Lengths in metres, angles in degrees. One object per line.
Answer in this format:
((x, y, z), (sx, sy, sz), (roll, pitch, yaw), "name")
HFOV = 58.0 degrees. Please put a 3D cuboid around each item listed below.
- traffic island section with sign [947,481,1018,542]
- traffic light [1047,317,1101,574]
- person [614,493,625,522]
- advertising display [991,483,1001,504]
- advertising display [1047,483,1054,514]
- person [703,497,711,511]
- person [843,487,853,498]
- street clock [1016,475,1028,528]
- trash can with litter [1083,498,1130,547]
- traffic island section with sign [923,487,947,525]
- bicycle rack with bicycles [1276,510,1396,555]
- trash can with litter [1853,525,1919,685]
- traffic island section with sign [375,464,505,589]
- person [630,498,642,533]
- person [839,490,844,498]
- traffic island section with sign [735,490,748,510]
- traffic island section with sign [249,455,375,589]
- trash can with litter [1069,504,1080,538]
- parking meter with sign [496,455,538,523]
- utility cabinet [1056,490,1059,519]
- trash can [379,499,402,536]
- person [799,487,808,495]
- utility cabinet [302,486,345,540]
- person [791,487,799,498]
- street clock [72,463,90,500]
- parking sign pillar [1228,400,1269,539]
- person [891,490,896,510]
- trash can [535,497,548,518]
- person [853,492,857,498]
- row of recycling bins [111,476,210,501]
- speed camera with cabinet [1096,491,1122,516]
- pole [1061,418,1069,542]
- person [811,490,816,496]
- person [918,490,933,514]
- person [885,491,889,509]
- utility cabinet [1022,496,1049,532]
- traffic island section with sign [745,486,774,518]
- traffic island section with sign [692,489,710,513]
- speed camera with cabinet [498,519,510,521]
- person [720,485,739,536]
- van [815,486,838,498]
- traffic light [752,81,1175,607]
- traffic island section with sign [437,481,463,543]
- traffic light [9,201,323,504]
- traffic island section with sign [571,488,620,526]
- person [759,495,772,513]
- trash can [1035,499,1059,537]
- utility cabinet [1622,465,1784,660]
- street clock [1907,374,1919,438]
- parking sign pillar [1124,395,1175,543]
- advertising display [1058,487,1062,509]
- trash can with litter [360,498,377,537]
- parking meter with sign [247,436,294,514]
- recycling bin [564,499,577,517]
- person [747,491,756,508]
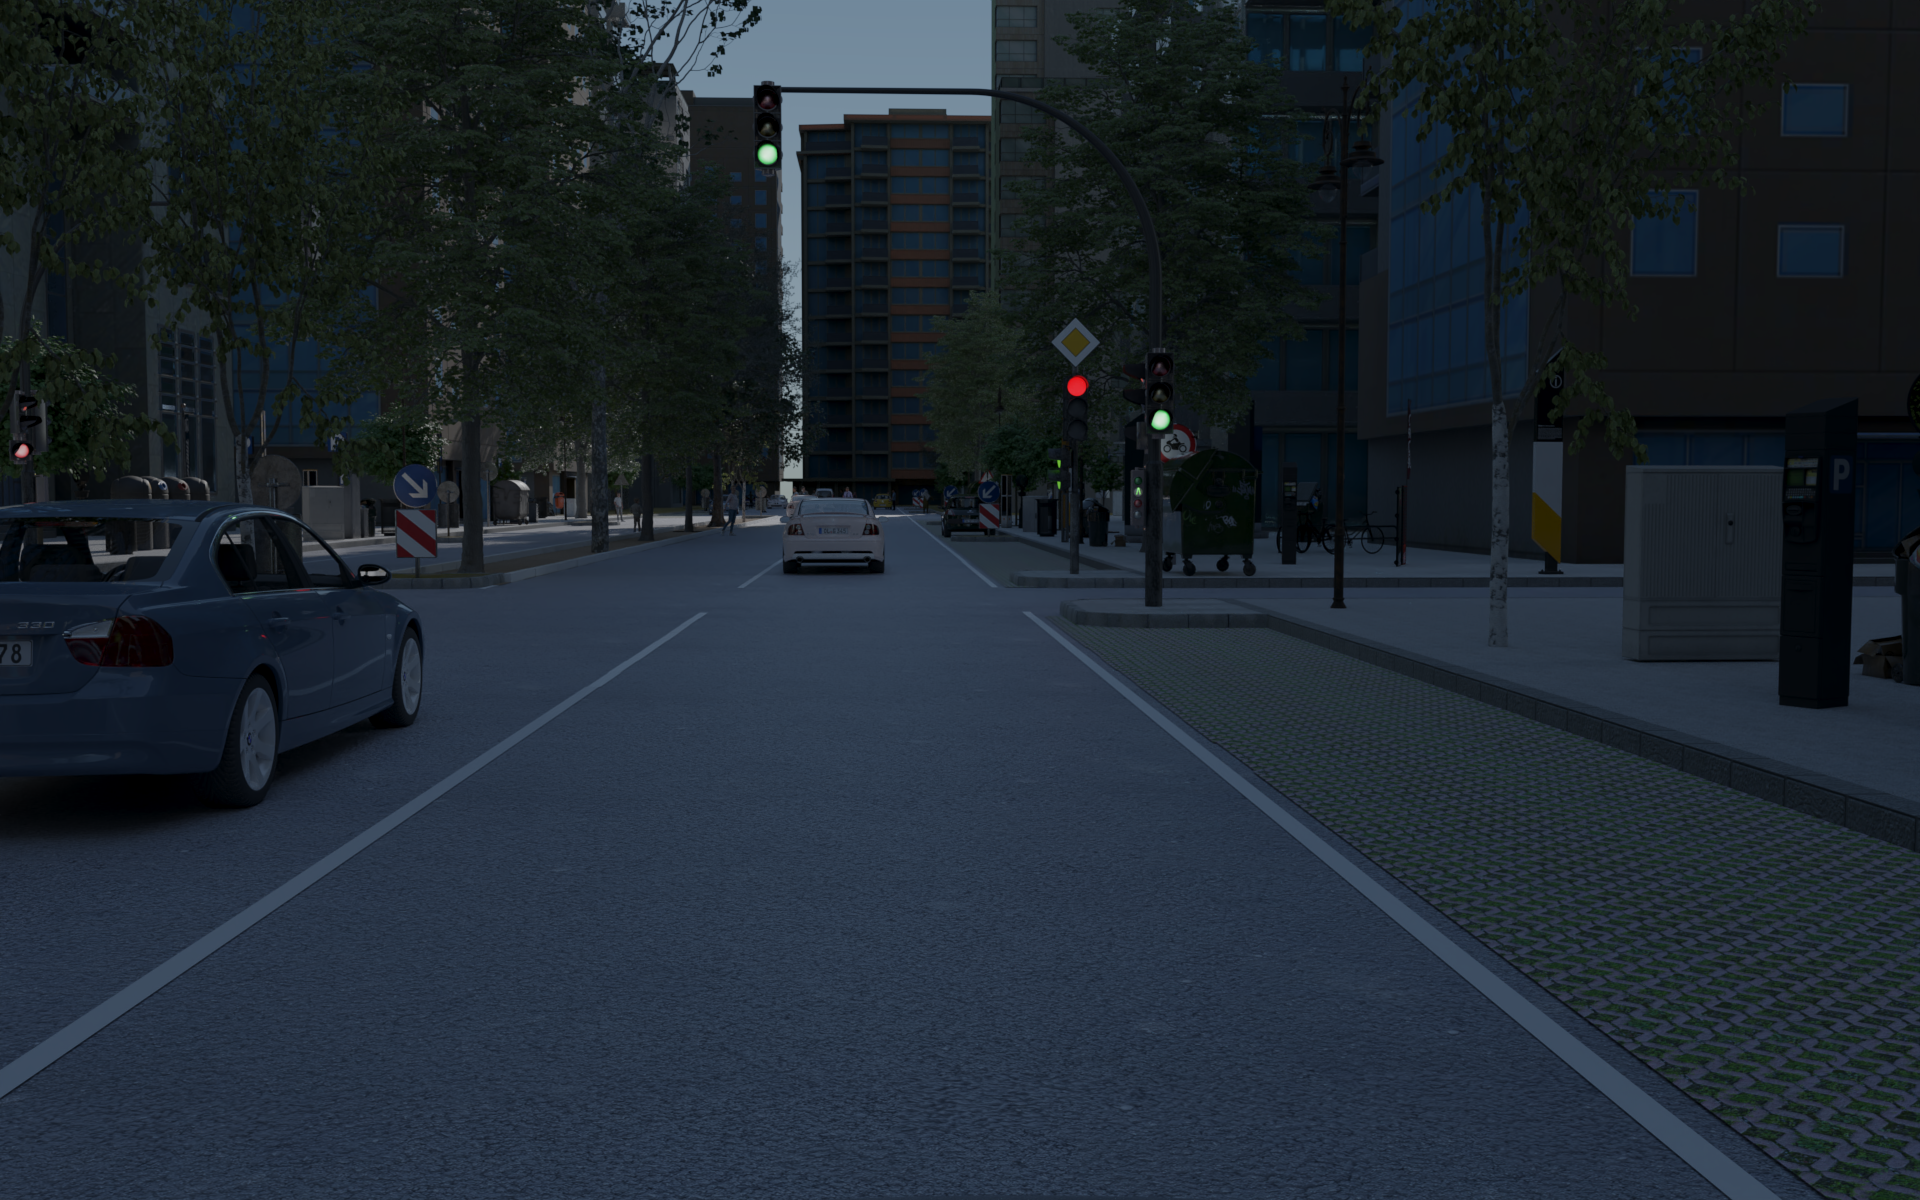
((0.726, -2.682, 52.477), (1.989, 1.847, 2.006), (0, 4, -3), "traffic island section with sign")
((1.817, -2.370, 27.676), (0.839, 4.253, 0.868), (0, 4, -3), "traffic light")
((-17.669, -4.818, 89.867), (0.523, 1.515, 0.503), (1, 4, 19), "person")
((1.840, -4.505, 78.866), (0.974, 1.923, 0.123), (2, 4, 34), "advertising display")
((5.260, -5.837, 100.643), (0.123, 1.923, 0.974), (-1, 4, -15), "advertising display")
((-19.324, -7.526, 132.237), (0.721, 1.739, 1.217), (1, 4, 22), "person")
((-6.901, -5.940, 105.481), (0.709, 1.838, 0.599), (1, 4, 21), "person")
((2.312, -3.675, 64.662), (0.358, 2.002, 0.471), (3, 5, 43), "street clock")
((3.627, -1.893, 42.341), (1.055, 1.170, 0.624), (0, 4, 1), "trash can with litter")
((-0.556, -4.369, 80.067), (1.989, 1.847, 2.006), (0, 4, -3), "traffic island section with sign")
((7.945, -1.467, 37.365), (2.925, 0.926, 2.852), (-2, 4, -33), "bicycle rack with bicycles")
((6.508, -0.027, 11.828), (0.624, 1.170, 1.055), (0, 4, -5), "trash can with litter")
((-8.301, -1.153, 26.984), (2.006, 1.907, 1.989), (0, 4, -3), "traffic island section with sign")
((-11.530, -2.993, 61.700), (0.475, 1.303, 0.640), (0, 4, 1), "person")
((-10.135, -8.541, 148.161), (0.705, 1.821, 1.348), (1, 4, 13), "person")
((-20.130, -8.991, 155.636), (1.989, 1.847, 2.006), (0, 4, -3), "traffic island section with sign")
((-7.969, -0.700, 19.585), (2.006, 1.907, 1.989), (0, 4, -3), "traffic island section with sign")
((3.600, -2.385, 50.388), (0.624, 1.170, 1.055), (3, 5, 44), "trash can with litter")
((-19.779, -4.967, 77.466), (1.738, 3.016, 0.543), (0, 4, 2), "parking meter with sign")
((5.436, -4.807, 87.272), (1.173, 1.500, 0.318), (2, 4, 28), "utility cabinet")
((-17.419, -2.531, 53.040), (0.748, 1.137, 0.748), (0, 3, 0), "trash can")
((-8.717, -5.460, 97.578), (0.655, 1.846, 0.447), (-2, 4, -30), "person")
((-17.386, -2.363, 47.322), (0.318, 1.500, 1.173), (2, 4, 28), "utility cabinet")
((-8.684, -5.062, 91.363), (0.778, 1.811, 0.616), (-1, 4, -9), "person")
((-20.736, -2.222, 40.897), (0.471, 2.002, 0.358), (3, 5, 42), "street clock")
((8.266, -3.782, 50.310), (1.447, 3.967, 1.447), (-1, 4, -20), "parking sign pillar")
((-5.821, -8.766, 151.816), (0.705, 1.826, 1.348), (1, 4, 8), "person")
((-22.057, -4.868, 91.241), (0.748, 1.137, 0.748), (0, 3, 0), "trash can")
((-10.887, -10.348, 179.163), (0.415, 1.643, 0.593), (1, 4, 13), "person")
((-18.790, -2.054, 40.700), (1.069, 1.692, 3.534), (0, 4, 3), "row of recycling bins")
((9.060, -6.590, 102.078), (2.038, 3.252, 0.660), (2, 4, 25), "speed camera with cabinet")
((2.790, -3.183, 45.887), (0.158, 3.312, 0.155), (0, 3, 0), "pole")
((-12.632, -8.662, 150.134), (1.348, 1.824, 0.705), (2, 4, 34), "person")
((-2.516, -7.212, 127.144), (1.217, 1.736, 0.721), (0, 4, 0), "person")
((-6.789, -9.373, 162.671), (0.530, 1.710, 0.541), (0, 4, 8), "person")
((2.530, -2.879, 58.226), (0.306, 1.237, 1.020), (-3, 4, -38), "utility cabinet")
((-11.778, -5.744, 102.043), (2.006, 1.907, 1.989), (0, 4, -3), "traffic island section with sign")
((-18.897, -7.344, 128.709), (1.989, 1.847, 2.006), (0, 4, -3), "traffic island section with sign")
((-22.183, -5.492, 84.129), (0.660, 3.252, 2.038), (-1, 4, -16), "speed camera with cabinet")
((-7.982, -3.087, 59.640), (0.598, 1.740, 0.731), (1, 4, 12), "person")
((-10.513, -7.796, 134.483), (2.013, 2.044, 4.112), (0, 4, -4), "van")
((0.099, -2.740, 19.462), (4.771, 5.953, 1.251), (0, 4, -3), "traffic light")
((-15.332, -2.630, 51.635), (1.989, 1.847, 2.006), (0, 4, -3), "traffic island section with sign")
((-12.391, -3.203, 27.041), (4.771, 5.953, 1.251), (0, 4, -3), "traffic light")
((-16.597, -4.312, 79.132), (1.989, 1.847, 2.006), (0, 4, -3), "traffic island section with sign")
((-15.135, -7.667, 133.875), (0.705, 1.822, 1.348), (3, 5, 42), "person")
((2.624, -2.480, 52.199), (0.748, 1.137, 0.748), (0, 3, 0), "trash can")
((5.731, -0.282, 13.282), (1.173, 1.500, 0.318), (0, 4, -4), "utility cabinet")
((5.325, -0.287, 9.269), (0.471, 2.002, 0.358), (3, 4, 37), "street clock")
((5.032, -3.506, 45.803), (1.447, 3.967, 1.447), (1, 4, 17), "parking sign pillar")
((4.598, -4.547, 79.564), (0.123, 1.923, 0.974), (0, 4, -1), "advertising display")
((-17.848, -2.466, 51.699), (0.624, 1.170, 1.055), (-3, 5, -42), "trash can with litter")
((-21.153, -3.465, 52.909), (0.543, 3.016, 1.738), (1, 4, 22), "parking meter with sign")
((-21.628, -5.150, 96.755), (0.722, 1.027, 0.722), (2, 4, 24), "recycling bin")
((-20.742, -9.970, 172.220), (1.217, 1.735, 0.721), (2, 4, 29), "person")
